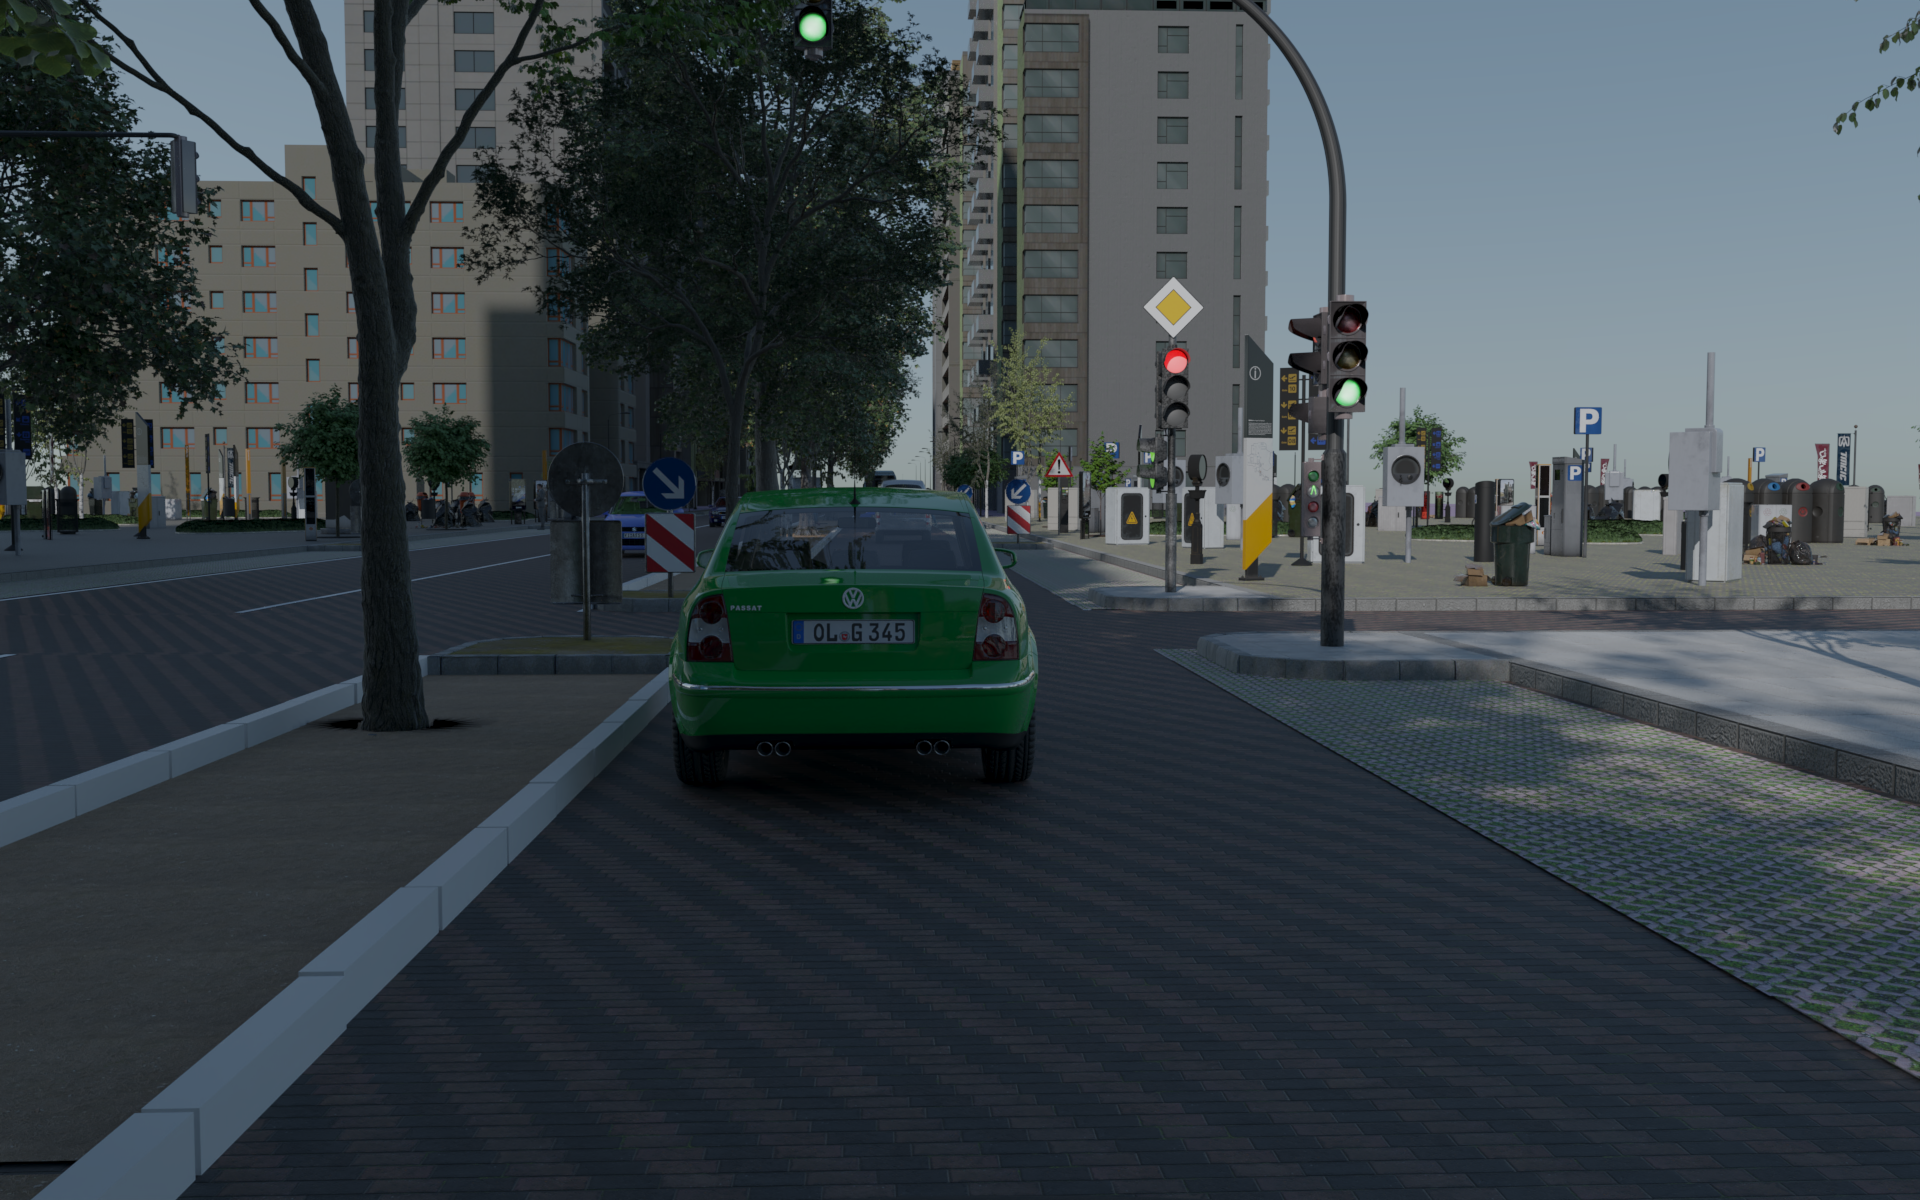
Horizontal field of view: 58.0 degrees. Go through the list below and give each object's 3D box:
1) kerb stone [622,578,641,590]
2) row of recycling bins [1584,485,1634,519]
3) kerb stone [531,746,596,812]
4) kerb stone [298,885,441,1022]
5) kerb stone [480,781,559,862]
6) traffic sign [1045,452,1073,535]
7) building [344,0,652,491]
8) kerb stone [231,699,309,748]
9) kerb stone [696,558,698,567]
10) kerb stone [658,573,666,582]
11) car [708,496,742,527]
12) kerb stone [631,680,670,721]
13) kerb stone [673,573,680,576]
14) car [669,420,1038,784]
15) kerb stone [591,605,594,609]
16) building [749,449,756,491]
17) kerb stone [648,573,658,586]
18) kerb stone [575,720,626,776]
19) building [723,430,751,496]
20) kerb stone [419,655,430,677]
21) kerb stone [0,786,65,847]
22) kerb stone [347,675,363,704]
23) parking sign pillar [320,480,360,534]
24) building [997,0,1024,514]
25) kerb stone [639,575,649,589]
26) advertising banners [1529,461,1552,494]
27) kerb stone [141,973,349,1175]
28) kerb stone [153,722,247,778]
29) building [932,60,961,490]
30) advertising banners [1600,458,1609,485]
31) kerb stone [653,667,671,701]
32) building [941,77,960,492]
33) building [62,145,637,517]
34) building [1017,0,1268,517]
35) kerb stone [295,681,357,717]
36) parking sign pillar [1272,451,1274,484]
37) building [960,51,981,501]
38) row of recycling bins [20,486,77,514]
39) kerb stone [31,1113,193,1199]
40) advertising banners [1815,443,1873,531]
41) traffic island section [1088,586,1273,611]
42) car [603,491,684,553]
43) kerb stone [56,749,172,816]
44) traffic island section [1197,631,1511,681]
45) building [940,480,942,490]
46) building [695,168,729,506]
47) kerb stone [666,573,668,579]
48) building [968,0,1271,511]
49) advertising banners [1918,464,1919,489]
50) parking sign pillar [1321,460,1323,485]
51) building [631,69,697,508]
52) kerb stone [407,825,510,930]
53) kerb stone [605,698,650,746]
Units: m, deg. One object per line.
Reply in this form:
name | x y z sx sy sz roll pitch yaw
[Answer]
kerb stone | -4.790 -0.176 25.080 0.120 0.150 1.000 0 4 -3
row of recycling bins | 28.481 -4.317 77.698 3.534 1.692 1.069 -2 4 -30
kerb stone | -1.883 0.855 8.222 0.120 0.150 1.000 0 4 -3
kerb stone | -1.740 1.042 5.154 0.120 0.150 1.000 0 4 -3
kerb stone | -1.831 0.921 7.200 0.120 0.150 1.000 0 4 -3
traffic sign | 3.070 -3.285 53.719 0.884 2.594 0.081 0 4 0
building | -34.198 -42.562 134.139 20.563 71.187 20.611 0 4 -3
kerb stone | -4.073 0.734 10.195 0.120 0.150 1.000 0 4 -3
kerb stone | -5.286 -0.798 35.315 0.120 0.150 1.000 0 4 -3
kerb stone | -4.939 -0.364 28.142 0.120 0.150 1.000 0 4 -3
car | -10.044 -3.896 76.280 1.945 1.354 3.894 0 4 -2
kerb stone | -2.034 0.666 11.314 0.120 0.150 1.000 0 4 -3
kerb stone | -5.038 -0.489 30.194 0.120 0.150 1.000 0 4 -3
car | -0.594 -0.071 9.961 1.959 1.807 4.718 0 4 -3
kerb stone | -4.652 0.011 22.011 0.120 0.150 1.000 0 4 -3
building | -35.687 -29.136 248.073 14.160 30.474 14.107 0 4 -3
kerb stone | -4.886 -0.301 27.121 0.120 0.150 1.000 0 4 -3
kerb stone | -1.928 0.795 9.247 0.120 0.150 1.000 0 4 -3
building | -42.200 -23.295 225.910 27.650 21.520 28.899 0 4 -3
kerb stone | -4.230 0.546 13.270 0.120 0.150 1.000 0 4 -3
kerb stone | -3.930 0.922 7.119 0.120 0.150 1.000 0 4 -3
kerb stone | -4.174 0.609 12.247 0.120 0.150 1.000 0 4 -3
parking sign pillar | -19.869 -4.116 55.771 1.447 3.967 1.447 2 4 32
building | 9.447 -26.643 119.202 14.154 41.232 14.086 0 4 -3
kerb stone | -4.845 -0.239 26.100 0.120 0.150 1.000 0 4 -3
advertising banners | 31.418 -5.915 92.902 2.074 3.025 0.090 -1 4 -13
kerb stone | -1.679 1.111 4.134 0.120 0.150 1.000 0 4 -3
kerb stone | -4.027 0.797 9.161 0.120 0.150 1.000 0 4 -3
building | 6.604 -42.861 242.770 21.231 58.520 28.212 0 4 -3
advertising banners | 30.966 -5.427 84.922 2.074 3.025 0.090 -1 4 -19
kerb stone | -2.084 0.604 12.343 0.120 0.150 1.000 0 4 -3
building | 8.971 -34.892 194.183 21.300 48.544 21.600 0 4 -3
building | -36.644 -16.235 110.479 27.650 21.520 28.899 0 4 -3
building | 10.294 -20.394 105.141 14.160 30.474 14.107 0 4 -3
kerb stone | -4.136 0.674 11.219 0.120 0.150 1.000 0 4 -3
parking sign pillar | 13.583 -5.479 78.046 1.447 3.967 1.447 -2 4 -29
building | 6.919 -29.393 164.168 14.154 41.232 14.086 0 4 -3
row of recycling bins | -46.663 -4.978 88.499 3.534 1.692 1.069 1 4 17
kerb stone | -1.633 1.173 3.113 0.120 0.150 1.000 0 4 -3
advertising banners | 30.563 -3.900 59.954 2.074 3.025 0.090 0 4 -2
traffic island section | 2.776 -0.022 22.640 2.009 0.180 2.903 0 4 -3
car | -7.412 -1.895 40.572 1.945 1.707 3.694 0 4 -4
kerb stone | -3.982 0.860 8.140 0.120 0.150 1.000 0 4 -3
traffic island section | 3.159 0.466 14.664 2.009 0.180 2.903 0 4 -3
building | 13.773 -32.153 217.588 32.217 40.220 23.993 0 4 -3
building | -37.346 -33.104 195.867 22.147 44.769 28.867 0 4 -3
kerb stone | -4.991 -0.423 29.174 0.120 0.150 1.000 0 4 -3
building | 12.124 -31.946 141.924 23.786 49.044 30.456 0 4 -3
advertising banners | 56.029 -6.337 99.800 0.090 3.025 2.074 -1 4 -18
parking sign pillar | 20.387 -6.546 95.496 1.447 3.967 1.447 -2 4 -24
building | -31.241 -28.740 153.495 14.154 41.232 14.086 0 4 -3
kerb stone | -1.783 0.983 6.178 0.120 0.150 1.000 0 4 -3
kerb stone | -1.979 0.731 10.277 0.120 0.150 1.000 0 4 -3
